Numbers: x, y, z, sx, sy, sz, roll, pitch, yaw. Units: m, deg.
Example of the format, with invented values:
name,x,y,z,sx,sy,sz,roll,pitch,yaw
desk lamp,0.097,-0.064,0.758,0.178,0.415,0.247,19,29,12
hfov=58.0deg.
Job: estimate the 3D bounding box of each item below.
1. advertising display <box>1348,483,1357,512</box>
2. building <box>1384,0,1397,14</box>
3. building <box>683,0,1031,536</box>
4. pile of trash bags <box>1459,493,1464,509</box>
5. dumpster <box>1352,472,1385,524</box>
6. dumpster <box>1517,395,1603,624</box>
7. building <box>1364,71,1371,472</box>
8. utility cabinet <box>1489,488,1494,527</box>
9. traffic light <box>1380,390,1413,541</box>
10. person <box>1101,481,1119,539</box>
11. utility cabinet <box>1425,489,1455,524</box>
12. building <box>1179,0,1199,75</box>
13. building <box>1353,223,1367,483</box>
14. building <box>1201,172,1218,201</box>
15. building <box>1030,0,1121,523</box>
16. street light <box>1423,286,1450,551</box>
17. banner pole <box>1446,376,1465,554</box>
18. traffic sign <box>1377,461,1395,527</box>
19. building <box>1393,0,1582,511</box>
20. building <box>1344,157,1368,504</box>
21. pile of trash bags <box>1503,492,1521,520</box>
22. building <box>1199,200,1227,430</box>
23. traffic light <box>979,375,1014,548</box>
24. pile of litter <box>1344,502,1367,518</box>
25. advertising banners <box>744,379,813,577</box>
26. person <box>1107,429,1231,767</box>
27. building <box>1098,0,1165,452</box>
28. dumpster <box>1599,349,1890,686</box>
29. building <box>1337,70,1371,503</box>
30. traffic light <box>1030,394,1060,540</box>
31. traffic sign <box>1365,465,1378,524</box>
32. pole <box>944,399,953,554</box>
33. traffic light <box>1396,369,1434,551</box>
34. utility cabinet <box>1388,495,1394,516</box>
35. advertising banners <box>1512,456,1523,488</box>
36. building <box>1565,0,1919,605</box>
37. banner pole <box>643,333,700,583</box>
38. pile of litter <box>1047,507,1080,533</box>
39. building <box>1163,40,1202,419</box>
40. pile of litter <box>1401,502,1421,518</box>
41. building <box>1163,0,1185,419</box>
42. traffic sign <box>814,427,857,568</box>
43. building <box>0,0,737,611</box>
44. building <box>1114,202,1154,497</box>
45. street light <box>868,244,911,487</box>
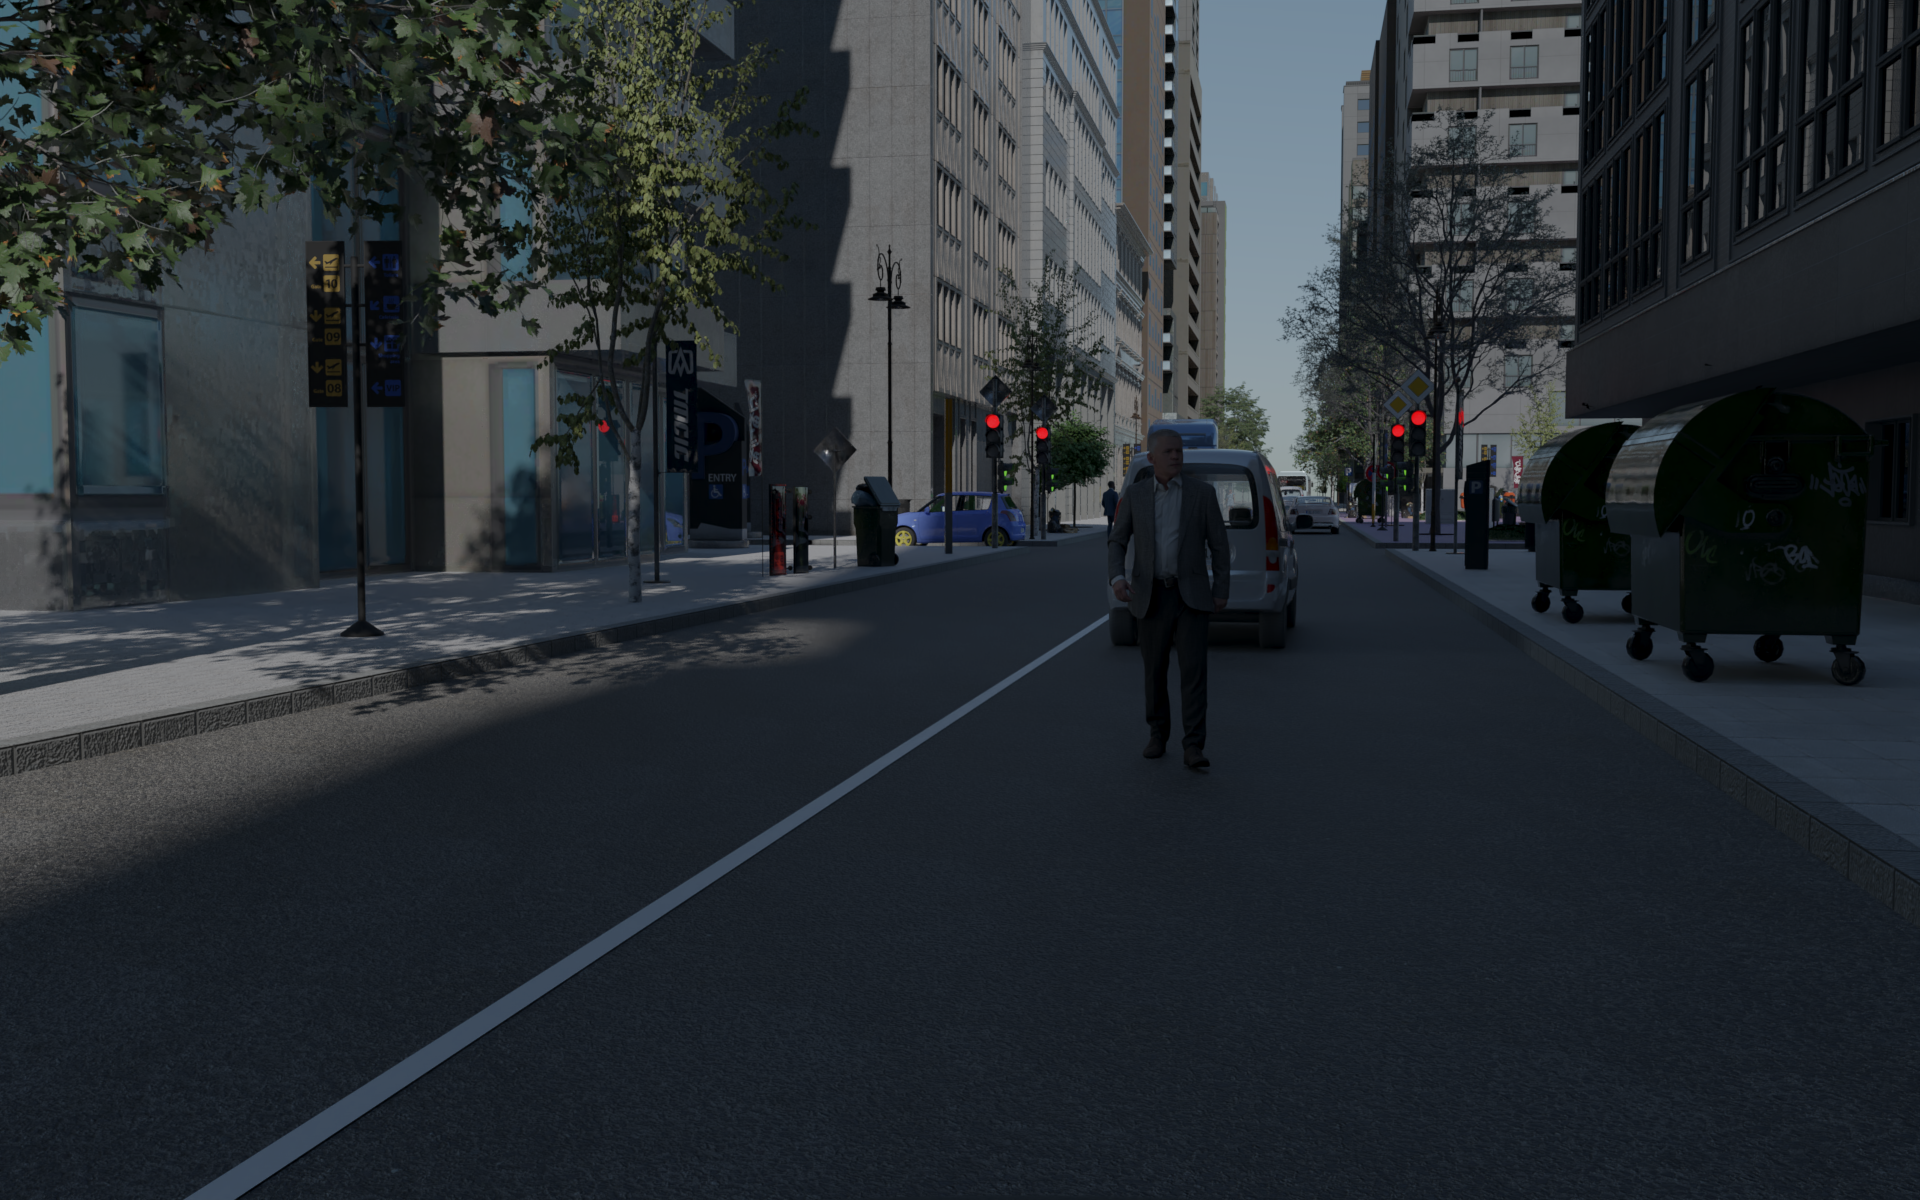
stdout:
name,x,y,z,sx,sy,sz,roll,pitch,yaw
advertising display,22.117,-5.599,96.752,0.974,1.923,0.123,-1,4,-23
building,44.309,-30.789,153.510,14.600,45.320,14.200,1,4,11
building,-4.894,-14.975,62.860,12.078,24.808,19.932,1,4,11
pile of trash bags,30.223,-5.447,98.816,3.447,1.369,1.912,0,4,0
dumpster,17.987,-4.489,75.893,1.502,2.255,1.985,1,4,11
dumpster,6.614,-0.934,17.765,1.502,2.255,1.985,1,4,11
building,46.684,-31.644,167.488,14.600,45.320,14.200,1,4,11
utility cabinet,19.555,-3.404,64.335,0.318,1.500,1.173,2,4,26
traffic light,11.808,-3.545,46.874,0.839,4.253,0.868,1,4,11
person,4.279,-2.432,48.444,0.721,1.800,0.419,3,5,41
utility cabinet,20.458,-3.984,73.821,1.173,1.500,0.318,1,4,11
building,21.693,-47.741,218.816,20.563,71.187,20.611,1,4,11
building,48.873,-25.167,183.188,14.160,30.474,14.107,1,4,11
building,27.995,-39.093,258.773,23.786,49.044,30.456,1,4,11
building,0.943,-18.922,86.863,11.434,29.767,29.804,1,4,11
street light,10.586,-4.026,38.607,0.468,5.910,1.993,1,4,11
banner pole,10.580,-2.857,36.725,0.401,3.779,0.863,0,4,5
traffic sign,16.378,-4.061,66.510,0.768,2.556,0.104,1,4,12
building,47.413,-33.163,131.451,28.713,52.752,27.495,1,4,11
building,54.693,-32.302,211.724,14.154,41.232,14.086,1,4,11
pile of trash bags,28.638,-4.682,86.297,3.447,1.369,1.912,-1,4,-14
building,28.784,-33.786,235.993,14.154,41.232,14.086,1,4,11
traffic light,0.842,-3.176,40.853,0.839,4.253,0.868,1,4,11
pile of litter,21.246,-4.833,92.981,1.176,0.858,1.719,0,4,7
advertising banners,-2.858,-1.900,27.255,0.090,3.025,2.074,2,4,24
person,1.120,-0.018,9.193,0.661,1.777,0.834,0,4,0
building,7.945,-29.405,130.888,14.600,45.320,14.200,1,4,11
dumpster,5.582,-0.608,12.427,1.502,2.255,1.985,1,4,11
building,64.657,-43.072,246.225,21.231,58.520,28.212,1,4,11
traffic light,2.370,-3.656,48.691,0.839,4.253,0.868,1,4,11
traffic sign,17.872,-4.563,74.705,0.768,2.556,0.104,1,4,19
pole,-0.247,-2.649,37.150,0.158,3.312,0.155,0,3,0
traffic light,10.279,-3.065,39.036,0.839,4.253,0.868,1,4,11
utility cabinet,24.849,-5.425,99.861,0.306,1.237,1.020,0,4,8
advertising banners,26.235,-5.071,79.096,2.074,3.025,0.090,1,4,11
building,17.046,-13.977,22.030,14.314,27.812,24.014,1,4,11
banner pole,-4.152,-2.133,24.896,0.863,3.779,0.401,1,4,8
pile of litter,3.381,-2.646,57.226,1.176,0.858,1.719,1,4,18
building,13.770,-34.071,180.757,21.300,48.544,21.600,1,4,11
pile of litter,24.115,-4.763,91.847,1.719,0.858,1.176,-2,4,-24
building,9.172,-51.358,152.373,22.319,86.520,31.000,1,4,11
traffic sign,-2.155,-1.751,29.819,0.795,2.450,0.064,1,4,18
building,-20.294,-25.073,29.552,30.456,49.044,23.786,1,4,11
building,5.819,-16.874,112.042,11.583,22.565,21.152,1,4,11
street light,-1.306,-3.637,32.250,0.468,5.910,1.993,1,4,11
